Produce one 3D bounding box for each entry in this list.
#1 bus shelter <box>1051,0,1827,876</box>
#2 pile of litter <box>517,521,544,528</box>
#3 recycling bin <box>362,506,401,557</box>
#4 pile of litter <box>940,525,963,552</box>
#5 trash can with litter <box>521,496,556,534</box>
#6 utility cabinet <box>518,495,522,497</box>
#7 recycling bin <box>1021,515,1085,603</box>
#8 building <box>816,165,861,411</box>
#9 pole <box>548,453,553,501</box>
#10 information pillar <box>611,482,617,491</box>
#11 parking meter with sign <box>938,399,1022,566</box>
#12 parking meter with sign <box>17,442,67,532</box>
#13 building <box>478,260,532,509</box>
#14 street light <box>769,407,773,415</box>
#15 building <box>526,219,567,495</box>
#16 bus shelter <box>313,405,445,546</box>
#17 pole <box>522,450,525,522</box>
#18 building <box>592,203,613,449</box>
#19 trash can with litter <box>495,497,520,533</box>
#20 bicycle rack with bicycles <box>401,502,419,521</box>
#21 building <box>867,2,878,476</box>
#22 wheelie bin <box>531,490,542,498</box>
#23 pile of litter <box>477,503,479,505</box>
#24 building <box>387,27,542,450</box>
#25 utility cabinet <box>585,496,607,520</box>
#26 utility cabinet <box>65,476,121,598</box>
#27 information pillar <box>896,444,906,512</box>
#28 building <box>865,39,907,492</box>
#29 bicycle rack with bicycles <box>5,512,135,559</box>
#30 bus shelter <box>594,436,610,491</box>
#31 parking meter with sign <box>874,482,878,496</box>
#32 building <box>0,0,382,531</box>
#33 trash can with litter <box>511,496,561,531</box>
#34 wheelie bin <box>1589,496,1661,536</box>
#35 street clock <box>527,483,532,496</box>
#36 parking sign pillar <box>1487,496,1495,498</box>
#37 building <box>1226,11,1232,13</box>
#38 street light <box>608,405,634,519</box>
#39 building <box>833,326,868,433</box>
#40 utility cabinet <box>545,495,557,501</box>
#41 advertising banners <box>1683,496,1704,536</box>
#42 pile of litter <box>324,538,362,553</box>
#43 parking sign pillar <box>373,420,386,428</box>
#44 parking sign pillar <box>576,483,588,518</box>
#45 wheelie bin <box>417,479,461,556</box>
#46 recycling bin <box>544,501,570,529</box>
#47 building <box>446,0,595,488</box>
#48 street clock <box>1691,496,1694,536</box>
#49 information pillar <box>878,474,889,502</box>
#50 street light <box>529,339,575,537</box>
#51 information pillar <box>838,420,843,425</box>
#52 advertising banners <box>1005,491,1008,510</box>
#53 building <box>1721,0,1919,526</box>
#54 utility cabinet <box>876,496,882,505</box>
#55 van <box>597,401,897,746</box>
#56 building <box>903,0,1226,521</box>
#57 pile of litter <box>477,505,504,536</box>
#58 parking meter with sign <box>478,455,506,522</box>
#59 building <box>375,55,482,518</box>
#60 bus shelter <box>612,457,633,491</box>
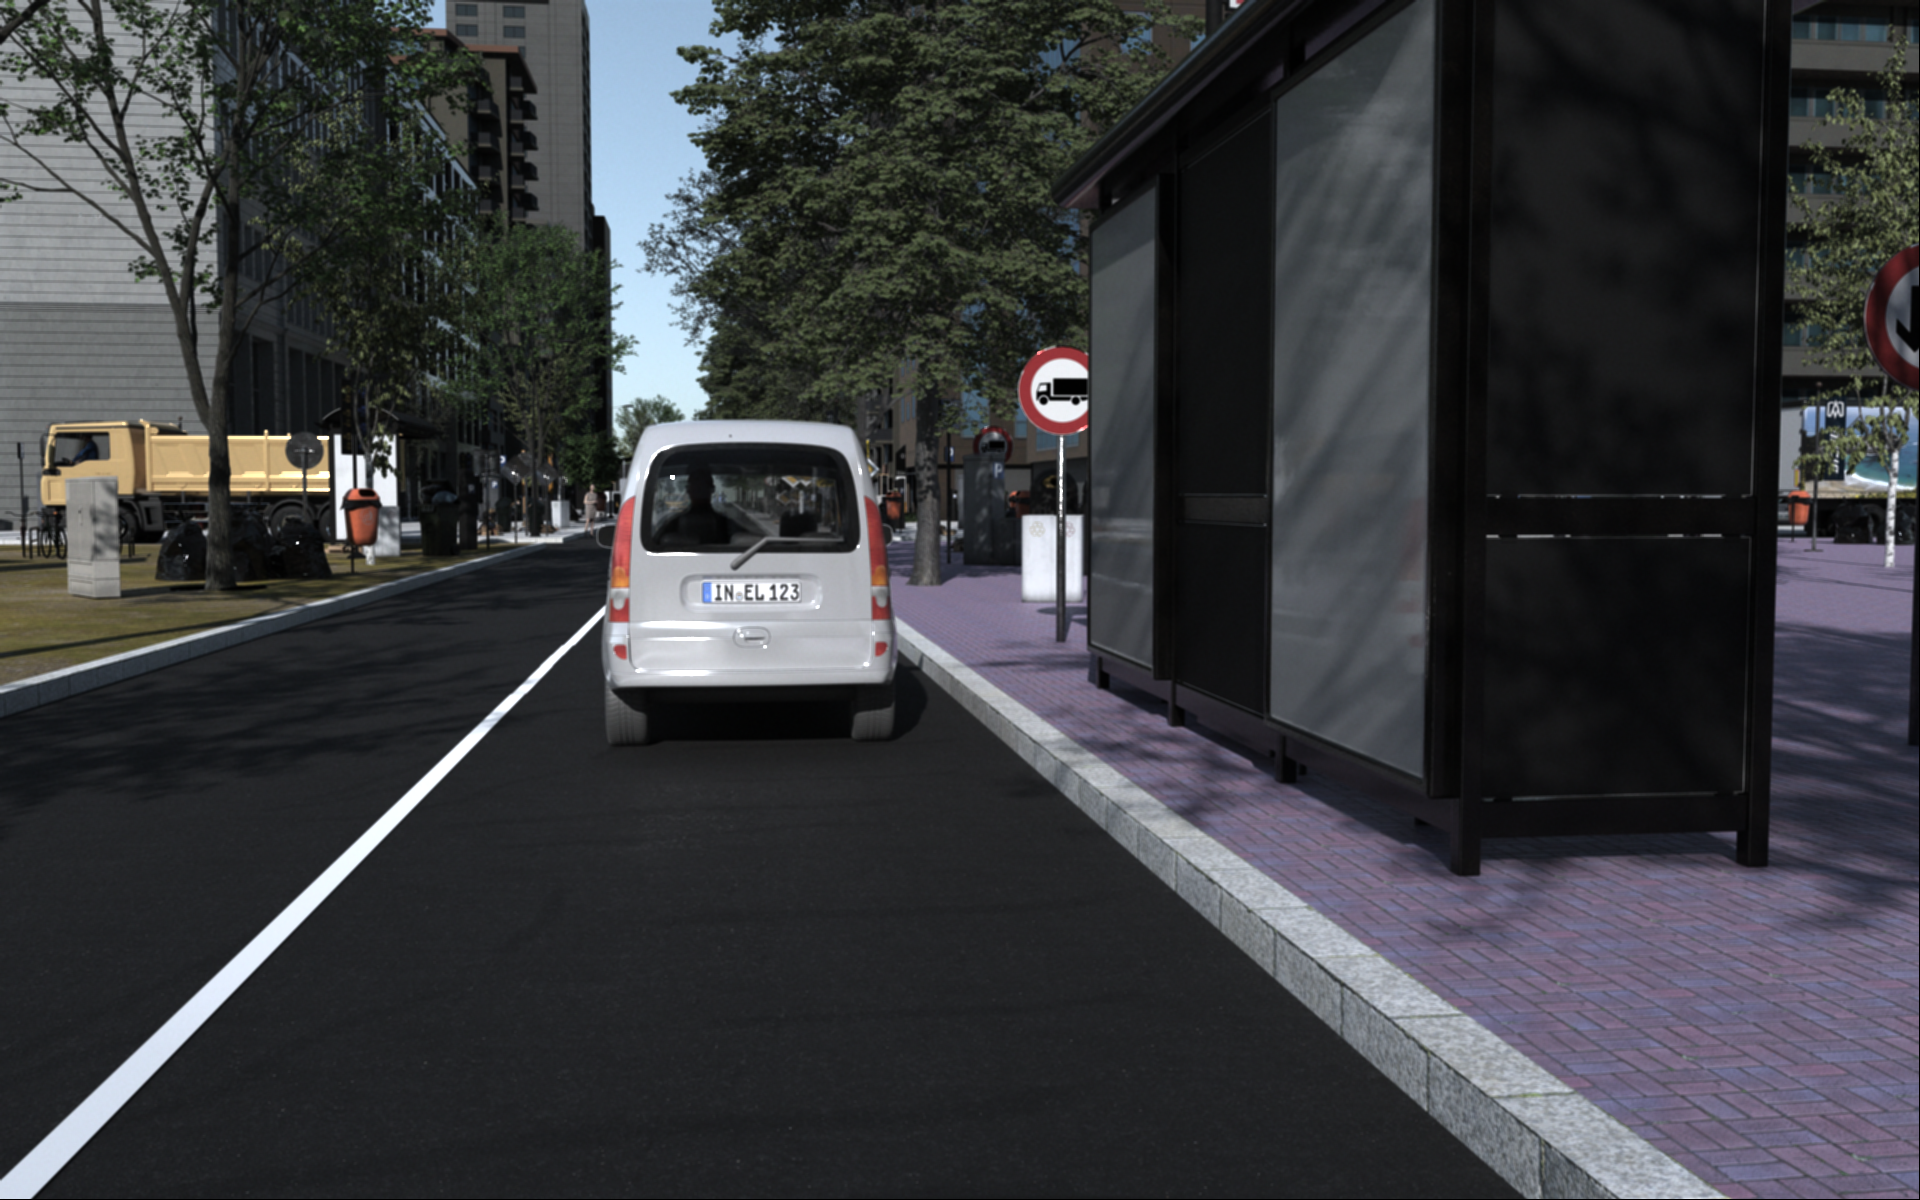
[{"bbox_3d":[1.883,-1.978,9.980,2.179,5.291,8.768,0,4,-8],"label":"bus shelter"},{"bbox_3d":[-16.426,-3.249,67.083,1.719,0.858,1.176,-3,5,-40],"label":"pile of litter"},{"bbox_3d":[-11.900,-1.409,35.596,0.722,1.027,0.722,-1,4,-22],"label":"recycling bin"},{"bbox_3d":[0.311,-1.519,38.805,1.719,0.858,1.176,-3,4,-37],"label":"pile of litter"},{"bbox_3d":[-13.612,-2.755,56.436,1.055,1.170,0.624,2,4,29],"label":"trash can with litter"},{"bbox_3d":[-29.943,-6.568,118.548,0.306,1.237,1.020,0,4,6],"label":"utility cabinet"},{"bbox_3d":[1.122,-0.504,20.795,0.722,1.027,0.722,0,4,6],"label":"recycling bin"},{"bbox_3d":[-9.607,-38.271,249.431,21.300,48.544,21.600,0,4,-8],"label":"building"},{"bbox_3d":[-20.439,-5.667,86.506,0.158,3.312,0.155,0,3,0],"label":"pole"},{"bbox_3d":[-21.046,-6.157,105.166,0.304,2.012,0.304,1,4,15],"label":"information pillar"},{"bbox_3d":[0.430,-2.149,31.390,1.738,3.016,0.543,3,5,39],"label":"parking meter with sign"},{"bbox_3d":[-30.889,-3.821,58.732,1.738,3.016,0.543,-1,4,-18],"label":"parking meter with sign"},{"bbox_3d":[-49.796,-17.914,137.933,27.650,21.520,28.899,0,4,-8],"label":"building"},{"bbox_3d":[-10.201,-7.150,89.441,1.470,5.913,1.316,0,4,-8],"label":"street light"},{"bbox_3d":[-65.500,-32.778,227.794,32.217,40.220,23.993,0,4,-8],"label":"building"},{"bbox_3d":[-13.790,-2.912,41.529,2.014,3.302,5.546,0,4,-8],"label":"bus shelter"},{"bbox_3d":[-20.238,-5.294,80.403,0.158,3.312,0.155,0,3,0],"label":"pole"},{"bbox_3d":[-61.629,-37.881,269.472,14.600,45.320,14.200,0,4,-8],"label":"building"},{"bbox_3d":[-15.156,-2.813,57.383,0.624,1.170,1.055,0,4,7],"label":"trash can with litter"},{"bbox_3d":[-25.334,-4.242,82.743,2.925,0.926,2.852,-3,5,-41],"label":"bicycle rack with bicycles"},{"bbox_3d":[-0.907,-45.538,182.796,20.563,71.187,20.611,0,4,-8],"label":"building"},{"bbox_3d":[-27.792,-6.472,113.732,0.980,1.594,0.693,3,4,36],"label":"wheelie bin"},{"bbox_3d":[-28.462,-5.431,102.769,1.176,0.858,1.719,0,4,-3],"label":"pile of litter"},{"bbox_3d":[-52.314,-31.276,165.979,22.147,44.769,28.867,0,4,-8],"label":"building"},{"bbox_3d":[-18.038,-4.568,85.850,1.020,1.237,0.306,0,4,1],"label":"utility cabinet"},{"bbox_3d":[-10.794,-0.786,21.524,0.318,1.500,1.173,-3,5,-41],"label":"utility cabinet"},{"bbox_3d":[-2.773,-5.510,81.441,0.504,3.616,0.183,-1,4,-22],"label":"information pillar"},{"bbox_3d":[2.574,-30.858,159.155,22.147,44.769,28.867,0,4,-8],"label":"building"},{"bbox_3d":[-17.919,-1.327,35.086,2.852,0.926,2.925,-1,4,-22],"label":"bicycle rack with bicycles"},{"bbox_3d":[-24.462,-8.676,119.490,2.179,5.291,8.768,0,4,-8],"label":"bus shelter"},{"bbox_3d":[-5.146,-7.069,111.839,1.738,3.016,0.543,1,4,13],"label":"parking meter with sign"},{"bbox_3d":[-33.490,-18.164,74.470,11.434,29.767,29.804,0,4,-8],"label":"building"},{"bbox_3d":[-14.913,-3.018,60.394,2.233,1.210,1.678,0,4,-7],"label":"trash can with litter"},{"bbox_3d":[8.235,-0.833,21.536,0.693,1.594,0.980,-2,4,-25],"label":"wheelie bin"},{"bbox_3d":[-26.621,-6.276,107.176,0.471,2.002,0.358,-3,5,-44],"label":"street clock"},{"bbox_3d":[36.090,-7.946,118.384,1.447,3.967,1.447,-1,4,-8],"label":"parking sign pillar"},{"bbox_3d":[10.964,-25.807,72.049,14.200,45.320,14.600,0,4,-8],"label":"building"},{"bbox_3d":[-17.672,-7.197,90.219,1.470,5.913,1.316,0,4,-8],"label":"street light"},{"bbox_3d":[-10.238,-28.102,231.175,14.160,30.474,14.107,0,4,-8],"label":"building"},{"bbox_3d":[-26.510,-6.196,112.473,0.306,1.237,1.020,2,4,35],"label":"utility cabinet"},{"bbox_3d":[16.035,-2.536,37.644,0.090,3.025,2.074,3,4,38],"label":"advertising banners"},{"bbox_3d":[-13.234,-1.457,37.784,1.176,0.858,1.719,-3,5,-41],"label":"pile of litter"},{"bbox_3d":[-18.643,-4.042,54.554,1.447,3.967,1.447,0,4,4],"label":"parking sign pillar"},{"bbox_3d":[-19.717,-6.324,91.868,1.447,3.967,1.447,1,4,19],"label":"parking sign pillar"},{"bbox_3d":[-10.793,-1.712,35.907,0.980,1.594,0.693,2,4,28],"label":"wheelie bin"},{"bbox_3d":[-15.062,-3.189,64.700,0.722,1.027,0.722,1,4,18],"label":"recycling bin"},{"bbox_3d":[-61.596,-49.661,250.216,20.563,71.187,20.611,0,4,-8],"label":"building"},{"bbox_3d":[16.700,-2.135,39.474,0.471,2.002,0.358,1,4,11],"label":"street clock"},{"bbox_3d":[-2.856,-3.670,64.490,0.304,2.012,0.304,-2,4,-25],"label":"information pillar"},{"bbox_3d":[-12.239,-4.859,51.991,1.470,5.913,1.316,0,4,-8],"label":"street light"},{"bbox_3d":[-3.582,-3.792,53.357,0.504,3.616,0.183,0,4,1],"label":"information pillar"},{"bbox_3d":[1.480,-4.295,66.418,0.090,3.025,2.074,1,4,21],"label":"advertising banners"},{"bbox_3d":[39.872,-27.872,79.409,21.600,48.544,21.300,0,4,-8],"label":"building"},{"bbox_3d":[-3.268,-3.077,61.476,1.020,1.237,0.306,0,4,1],"label":"utility cabinet"},{"bbox_3d":[-1.386,-0.262,11.300,2.013,2.044,4.112,0,4,-8],"label":"van"},{"bbox_3d":[4.443,-26.860,89.272,14.600,45.320,14.200,0,4,-8],"label":"building"},{"bbox_3d":[-14.825,-2.438,53.825,1.176,0.858,1.719,-2,4,-28],"label":"pile of litter"},{"bbox_3d":[-21.207,-5.019,78.324,1.738,3.016,0.543,3,5,43],"label":"parking meter with sign"},{"bbox_3d":[-41.542,-18.420,105.682,19.350,26.468,34.151,0,4,-8],"label":"building"},{"bbox_3d":[-21.025,-7.254,109.887,1.731,3.624,6.357,0,4,-8],"label":"bus shelter"}]
